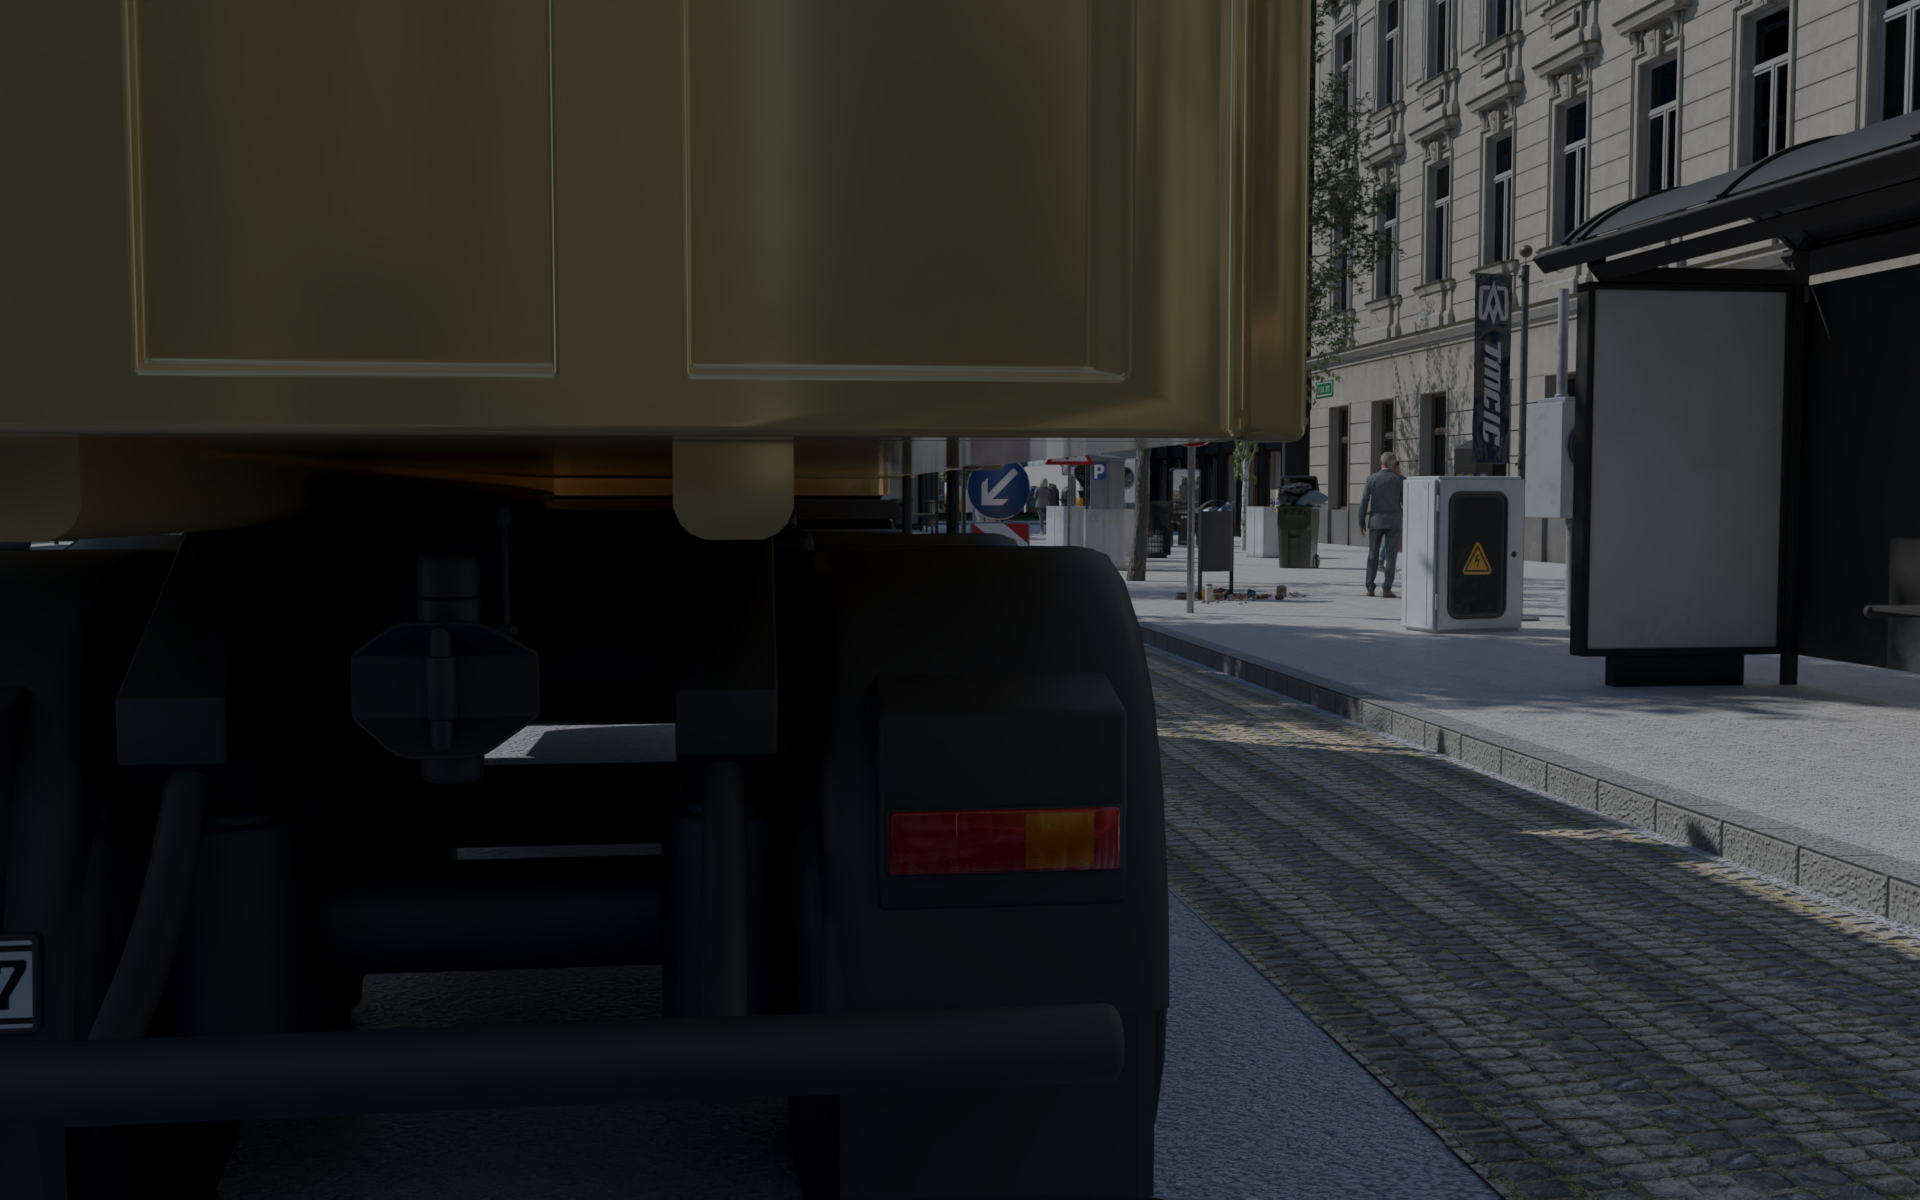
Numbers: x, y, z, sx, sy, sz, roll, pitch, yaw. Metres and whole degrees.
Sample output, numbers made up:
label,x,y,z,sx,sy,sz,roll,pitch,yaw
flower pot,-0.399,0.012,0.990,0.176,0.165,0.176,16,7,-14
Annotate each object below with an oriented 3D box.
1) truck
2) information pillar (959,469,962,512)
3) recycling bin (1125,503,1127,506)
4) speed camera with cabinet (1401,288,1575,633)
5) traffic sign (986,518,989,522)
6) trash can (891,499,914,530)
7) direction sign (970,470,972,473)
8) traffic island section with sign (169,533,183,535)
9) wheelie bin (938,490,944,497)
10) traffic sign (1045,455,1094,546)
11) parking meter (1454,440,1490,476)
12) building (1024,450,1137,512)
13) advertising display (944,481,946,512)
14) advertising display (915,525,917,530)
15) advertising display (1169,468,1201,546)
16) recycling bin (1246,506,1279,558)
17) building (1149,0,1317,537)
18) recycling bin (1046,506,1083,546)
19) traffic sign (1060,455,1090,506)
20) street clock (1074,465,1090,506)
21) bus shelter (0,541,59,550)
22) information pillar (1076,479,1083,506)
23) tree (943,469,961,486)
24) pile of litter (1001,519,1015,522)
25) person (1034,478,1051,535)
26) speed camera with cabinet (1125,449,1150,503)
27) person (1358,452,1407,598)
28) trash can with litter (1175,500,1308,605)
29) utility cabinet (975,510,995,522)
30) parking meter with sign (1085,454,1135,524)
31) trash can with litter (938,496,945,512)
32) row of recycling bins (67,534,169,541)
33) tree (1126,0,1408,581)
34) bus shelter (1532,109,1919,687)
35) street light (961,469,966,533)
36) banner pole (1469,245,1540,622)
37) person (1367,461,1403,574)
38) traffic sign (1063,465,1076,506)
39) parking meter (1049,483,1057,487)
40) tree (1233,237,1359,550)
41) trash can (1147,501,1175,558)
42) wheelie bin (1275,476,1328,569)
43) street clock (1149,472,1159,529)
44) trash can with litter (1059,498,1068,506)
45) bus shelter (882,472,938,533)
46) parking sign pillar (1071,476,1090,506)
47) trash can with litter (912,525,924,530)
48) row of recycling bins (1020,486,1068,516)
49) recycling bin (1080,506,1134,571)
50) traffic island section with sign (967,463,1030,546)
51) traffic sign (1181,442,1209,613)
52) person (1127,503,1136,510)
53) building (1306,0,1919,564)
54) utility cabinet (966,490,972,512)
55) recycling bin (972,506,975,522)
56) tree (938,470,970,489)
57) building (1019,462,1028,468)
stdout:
label,x,y,z,sx,sy,sz,roll,pitch,yaw
truck,-1.364,-0.676,6.983,3.469,3.379,9.791,0,4,-7
information pillar,-0.079,-6.437,96.593,0.504,3.616,0.183,-3,4,-38
recycling bin,5.638,-2.847,59.110,0.722,1.027,0.722,3,5,41
speed camera with cabinet,5.225,-1.348,16.379,2.038,3.252,0.660,-1,4,-19
traffic sign,0.733,-2.852,46.739,0.768,2.556,0.104,0,4,-3
trash can,-1.757,-2.511,52.702,0.748,1.137,0.748,0,3,0
direction sign,0.767,-4.760,69.825,0.876,3.537,0.379,-2,4,-32
traffic island section with sign,-19.526,-2.110,43.124,1.989,1.847,2.006,0,4,-7
wheelie bin,-1.592,-6.885,120.479,0.980,1.594,0.693,-1,4,-12
traffic sign,1.999,-1.939,31.708,0.884,2.594,0.081,0,4,-2
parking meter,5.449,-0.781,18.476,0.255,1.863,0.399,3,5,42
building,18.232,-31.443,103.324,27.495,52.752,28.713,0,4,-7
advertising display,-0.500,-5.036,87.553,0.123,1.923,0.974,-2,4,-33
advertising display,-1.962,-3.409,60.957,0.974,1.923,0.123,-1,4,-13
advertising display,5.595,-2.317,43.097,0.974,1.923,0.123,-3,4,-36
recycling bin,6.264,-1.371,34.976,0.722,1.027,0.722,-1,4,-21
building,13.892,-13.768,54.791,12.332,23.373,15.834,0,4,-7
recycling bin,2.291,-1.453,36.319,0.722,1.027,0.722,-2,4,-30
traffic sign,2.656,-2.479,40.645,0.768,2.556,0.104,0,3,0
street clock,2.736,-2.035,37.839,0.471,2.002,0.358,0,4,-7
bus shelter,-21.958,-2.916,41.605,2.014,3.302,5.546,0,4,-7
information pillar,2.698,-2.941,39.443,0.183,3.616,0.504,-1,4,-11
tree,0.112,-6.071,49.617,4.737,8.622,4.395,0,3,0
pile of litter,1.610,-3.089,64.469,1.719,0.858,1.176,-1,4,-16
person,2.595,-2.972,54.815,0.537,1.800,0.526,0,4,-2
speed camera with cabinet,4.129,-3.163,46.057,0.660,3.252,2.038,-3,4,-38
person,5.313,-0.942,21.613,0.661,1.801,0.590,1,4,20
trash can with litter,3.500,-0.619,21.177,2.233,1.210,1.678,-2,4,-32
utility cabinet,0.766,-2.450,51.223,0.306,1.237,1.020,-1,4,-22
parking meter with sign,2.859,-2.261,33.222,0.543,3.016,1.738,2,4,35
trash can with litter,-1.145,-6.128,111.576,0.624,1.170,1.055,0,4,6
row of recycling bins,-23.178,-2.468,47.471,3.534,1.692,1.069,0,4,-8
tree,2.930,-5.552,25.187,7.601,10.594,8.767,1,4,15
bus shelter,5.177,-0.925,9.046,2.014,3.302,5.546,0,4,-7
street light,-0.457,-3.966,37.391,1.470,5.913,1.316,0,4,-7
banner pole,5.472,-1.676,17.417,0.863,3.779,0.401,-1,4,-22
person,6.861,-1.314,27.514,0.794,1.824,0.713,-2,4,-31
traffic sign,2.592,-2.263,39.130,0.606,2.300,0.079,0,4,-5
parking meter,4.982,-5.342,93.050,0.399,1.863,0.255,3,5,43
tree,6.708,-5.436,39.247,4.737,8.622,4.395,0,3,0
trash can,3.939,-1.416,34.801,0.748,1.137,0.748,0,3,0
wheelie bin,5.886,-1.351,29.997,0.980,1.594,0.693,2,4,27
street clock,6.389,-3.254,57.780,0.471,2.002,0.358,-3,4,-39
trash can with litter,8.012,-7.295,130.660,1.055,1.170,0.624,-1,4,-14
bus shelter,-1.749,-3.866,57.133,2.014,3.302,5.546,0,4,-7
parking sign pillar,3.084,-3.338,43.040,1.447,3.967,1.447,1,4,16
trash can with litter,-1.735,-3.097,62.022,1.055,1.170,0.624,-1,4,-21
row of recycling bins,4.054,-4.813,85.811,3.534,1.692,1.069,1,4,10
recycling bin,2.526,-1.027,29.342,0.722,1.027,0.722,1,4,19
traffic island section with sign,0.202,-0.611,18.619,1.989,1.847,2.006,0,4,-7
traffic sign,2.487,-1.132,18.622,0.768,2.556,0.104,0,4,1
person,5.503,-3.003,55.317,0.709,1.800,0.728,3,5,41
building,19.774,-15.201,24.949,17.030,29.872,44.131,0,4,-7
utility cabinet,0.880,-5.035,90.999,1.173,1.500,0.318,-1,4,-11
recycling bin,0.933,-3.060,62.577,0.722,1.027,0.722,-3,5,-44
tree,0.258,-8.088,115.949,4.285,4.588,4.351,0,3,0
building,2.087,-27.888,139.563,14.154,41.232,14.086,0,4,-7
